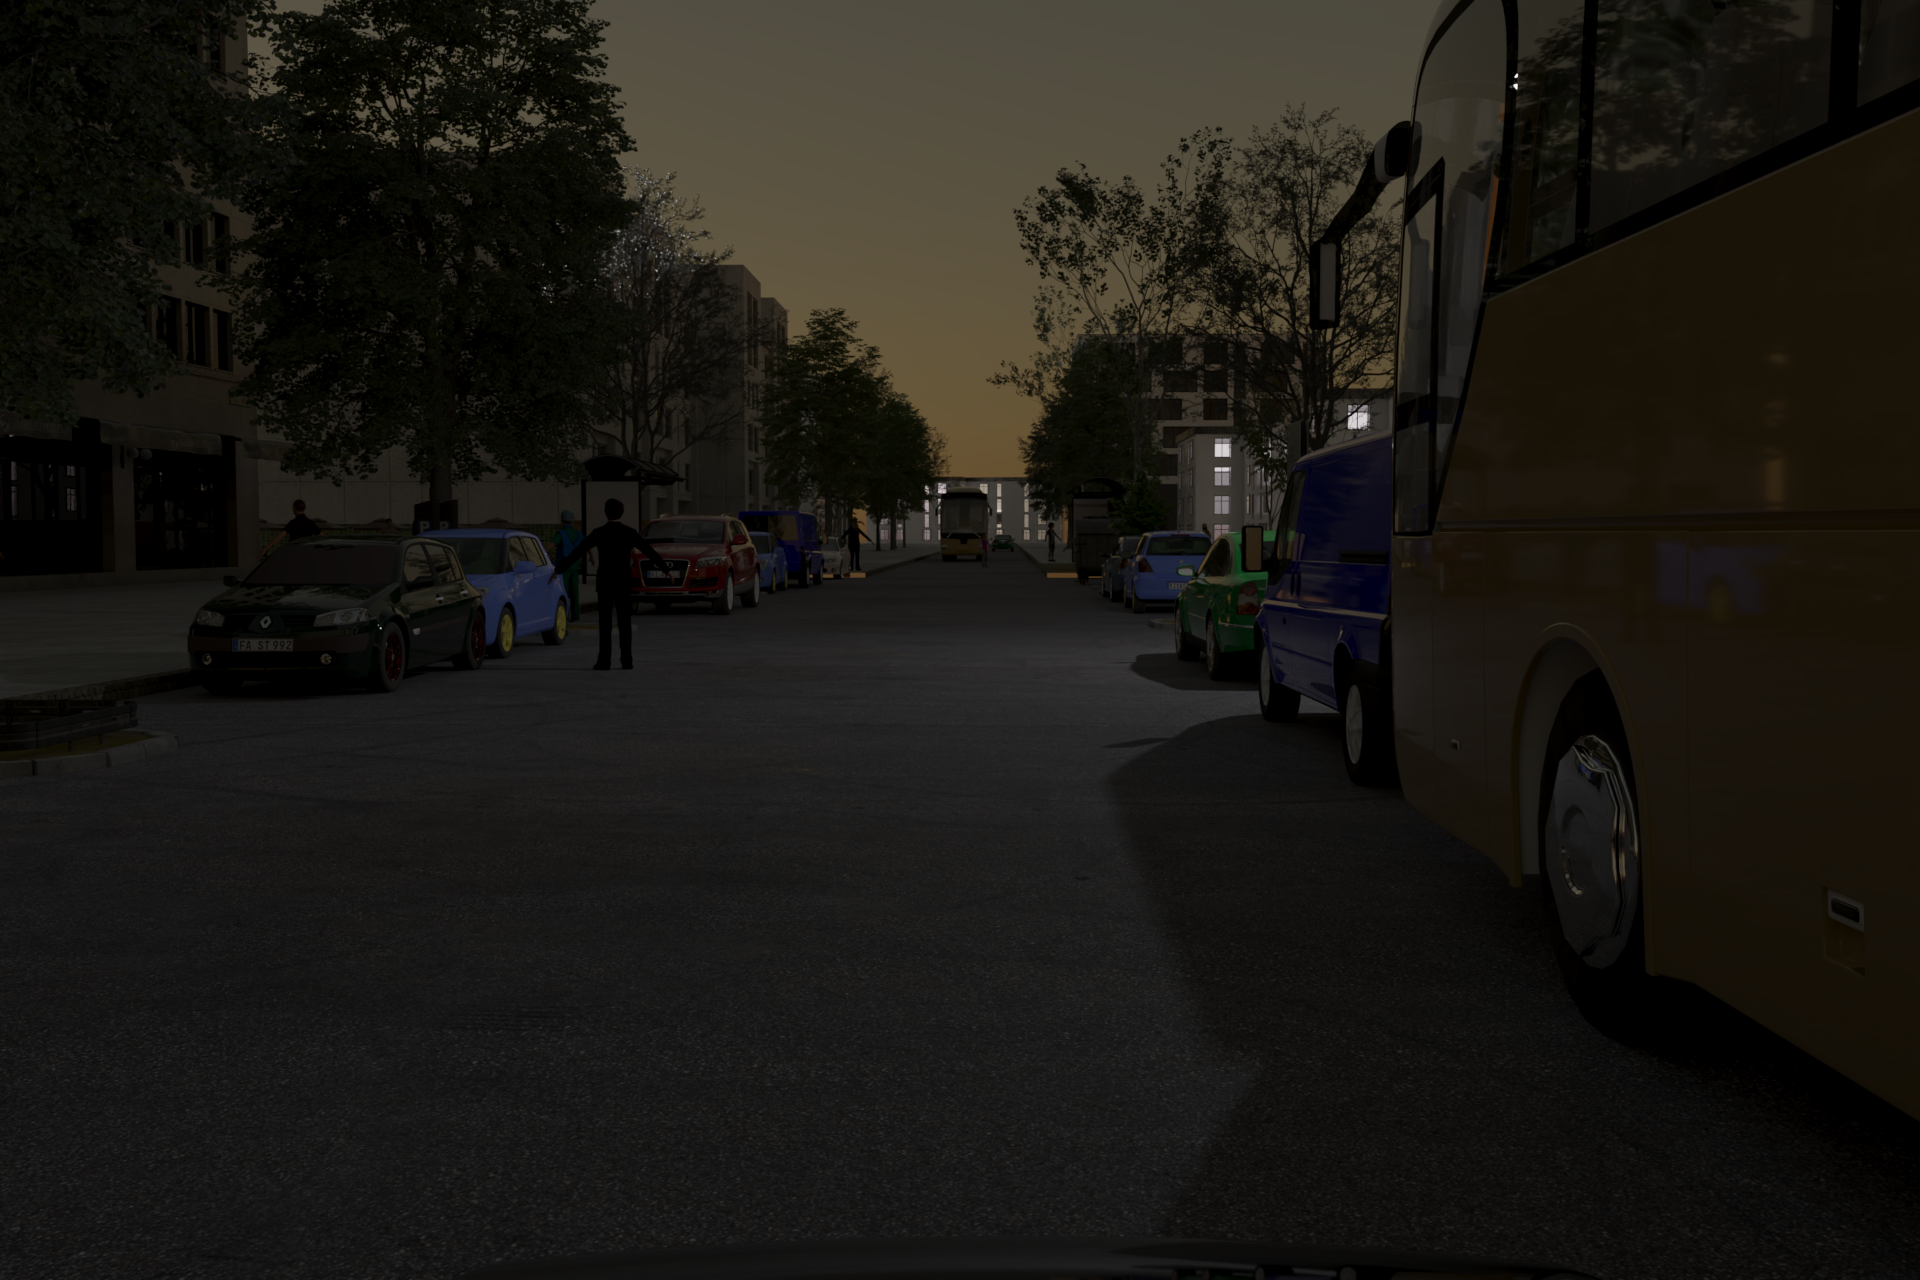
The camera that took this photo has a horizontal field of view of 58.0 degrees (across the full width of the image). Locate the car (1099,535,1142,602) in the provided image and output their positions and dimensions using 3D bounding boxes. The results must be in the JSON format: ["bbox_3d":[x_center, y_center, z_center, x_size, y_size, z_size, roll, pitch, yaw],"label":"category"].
[{"bbox_3d":[4.065,-1.578,37.801,2.014,1.417,4.499,0,4,1],"label":"car"}]

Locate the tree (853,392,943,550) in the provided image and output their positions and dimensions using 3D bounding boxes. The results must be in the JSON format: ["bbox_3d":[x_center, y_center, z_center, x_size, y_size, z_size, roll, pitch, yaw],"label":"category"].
[{"bbox_3d":[-5.150,-13.478,138.500,7.486,12.596,7.792,0,3,0],"label":"tree"}]

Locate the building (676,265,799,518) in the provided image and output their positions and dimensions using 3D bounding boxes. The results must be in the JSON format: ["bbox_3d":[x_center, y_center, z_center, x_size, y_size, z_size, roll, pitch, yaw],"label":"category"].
[{"bbox_3d":[-22.232,-16.107,129.814,16.747,18.905,31.486,0,4,1],"label":"building"}]

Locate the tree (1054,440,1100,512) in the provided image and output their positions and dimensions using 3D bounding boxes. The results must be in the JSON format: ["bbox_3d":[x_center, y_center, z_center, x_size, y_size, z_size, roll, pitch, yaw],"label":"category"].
[{"bbox_3d":[8.808,-10.579,123.336,4.737,8.622,4.395,0,3,0],"label":"tree"}]

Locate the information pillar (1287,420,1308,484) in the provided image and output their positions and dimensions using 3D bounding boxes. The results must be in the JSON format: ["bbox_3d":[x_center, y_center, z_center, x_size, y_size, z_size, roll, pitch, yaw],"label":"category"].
[{"bbox_3d":[7.105,-2.766,36.539,0.184,3.620,1.656,0,4,2],"label":"information pillar"}]

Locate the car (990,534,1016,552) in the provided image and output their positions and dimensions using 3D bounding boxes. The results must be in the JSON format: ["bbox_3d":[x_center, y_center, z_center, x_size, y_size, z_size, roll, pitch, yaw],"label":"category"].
[{"bbox_3d":[3.525,-7.962,141.981,2.131,1.459,4.920,0,4,2],"label":"car"}]

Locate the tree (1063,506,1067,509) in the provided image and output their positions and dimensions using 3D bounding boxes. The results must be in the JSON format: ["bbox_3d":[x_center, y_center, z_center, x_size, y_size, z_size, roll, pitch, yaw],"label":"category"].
[{"bbox_3d":[10.380,-12.810,159.808,4.737,8.622,4.395,0,3,0],"label":"tree"}]

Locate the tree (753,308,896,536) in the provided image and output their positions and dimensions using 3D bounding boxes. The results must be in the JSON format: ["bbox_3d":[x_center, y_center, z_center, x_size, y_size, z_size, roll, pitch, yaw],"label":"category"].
[{"bbox_3d":[-6.864,-10.331,87.047,7.486,12.596,7.792,0,3,0],"label":"tree"}]

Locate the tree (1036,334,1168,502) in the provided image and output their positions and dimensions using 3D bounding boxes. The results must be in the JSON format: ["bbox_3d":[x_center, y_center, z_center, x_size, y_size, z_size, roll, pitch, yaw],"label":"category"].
[{"bbox_3d":[8.025,-11.065,99.042,7.486,12.596,7.792,0,3,0],"label":"tree"}]

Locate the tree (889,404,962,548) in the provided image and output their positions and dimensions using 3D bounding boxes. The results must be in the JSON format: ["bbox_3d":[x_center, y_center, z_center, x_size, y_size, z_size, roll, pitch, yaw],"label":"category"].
[{"bbox_3d":[-5.289,-15.442,162.839,12.009,13.543,11.850,0,3,0],"label":"tree"}]

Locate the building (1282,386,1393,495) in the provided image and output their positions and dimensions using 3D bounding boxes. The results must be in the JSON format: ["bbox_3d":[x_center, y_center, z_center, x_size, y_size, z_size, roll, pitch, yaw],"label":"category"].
[{"bbox_3d":[25.274,-9.644,99.821,9.099,9.664,28.070,0,4,2],"label":"building"}]

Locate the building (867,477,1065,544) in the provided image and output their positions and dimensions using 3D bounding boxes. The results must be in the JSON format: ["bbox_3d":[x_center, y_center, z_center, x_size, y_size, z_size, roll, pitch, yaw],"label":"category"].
[{"bbox_3d":[0.920,-18.839,252.617,28.070,9.664,9.099,1,4,11],"label":"building"}]

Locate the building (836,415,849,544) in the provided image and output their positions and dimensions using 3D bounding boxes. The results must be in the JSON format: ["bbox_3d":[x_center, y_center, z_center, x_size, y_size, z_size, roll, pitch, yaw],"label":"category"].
[{"bbox_3d":[-22.710,-21.005,209.896,16.747,18.905,31.486,0,4,1],"label":"building"}]

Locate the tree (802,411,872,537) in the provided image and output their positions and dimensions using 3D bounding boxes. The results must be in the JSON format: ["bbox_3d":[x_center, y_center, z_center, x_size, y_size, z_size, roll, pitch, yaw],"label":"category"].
[{"bbox_3d":[-6.929,-8.943,96.582,4.737,8.622,4.395,0,3,0],"label":"tree"}]

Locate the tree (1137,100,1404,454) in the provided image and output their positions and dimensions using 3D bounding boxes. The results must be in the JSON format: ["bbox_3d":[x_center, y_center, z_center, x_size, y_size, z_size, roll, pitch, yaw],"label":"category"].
[{"bbox_3d":[10.084,-8.477,48.965,12.009,13.543,11.850,0,3,0],"label":"tree"}]

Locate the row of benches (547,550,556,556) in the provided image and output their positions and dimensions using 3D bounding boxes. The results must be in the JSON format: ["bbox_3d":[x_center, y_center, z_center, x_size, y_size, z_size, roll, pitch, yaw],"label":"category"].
[{"bbox_3d":[-15.911,-3.179,67.443,1.422,0.672,4.104,2,4,27],"label":"row of benches"}]

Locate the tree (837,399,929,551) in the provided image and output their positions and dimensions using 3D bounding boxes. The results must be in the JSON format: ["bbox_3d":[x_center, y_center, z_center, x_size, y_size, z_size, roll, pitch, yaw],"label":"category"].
[{"bbox_3d":[-6.037,-12.440,129.155,9.928,11.665,9.643,0,3,0],"label":"tree"}]

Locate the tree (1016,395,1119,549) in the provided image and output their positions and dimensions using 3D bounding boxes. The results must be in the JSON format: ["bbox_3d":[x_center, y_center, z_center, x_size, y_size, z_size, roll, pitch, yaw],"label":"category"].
[{"bbox_3d":[9.478,-14.883,149.995,9.857,13.997,8.962,0,3,0],"label":"tree"}]

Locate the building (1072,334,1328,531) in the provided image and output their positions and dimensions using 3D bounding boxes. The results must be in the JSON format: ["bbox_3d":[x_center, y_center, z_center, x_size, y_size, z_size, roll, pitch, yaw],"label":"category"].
[{"bbox_3d":[26.253,-21.352,193.082,27.936,21.610,32.646,0,4,1],"label":"building"}]

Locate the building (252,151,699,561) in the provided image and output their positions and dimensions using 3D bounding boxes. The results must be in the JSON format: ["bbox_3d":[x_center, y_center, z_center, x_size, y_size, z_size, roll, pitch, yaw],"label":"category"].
[{"bbox_3d":[-25.580,-14.051,96.185,16.747,18.905,31.486,0,4,1],"label":"building"}]

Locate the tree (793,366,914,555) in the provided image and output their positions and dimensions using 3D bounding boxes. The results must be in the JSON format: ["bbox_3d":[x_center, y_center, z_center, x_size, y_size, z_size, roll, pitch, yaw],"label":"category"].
[{"bbox_3d":[-6.678,-11.021,105.954,9.928,11.665,9.643,0,3,0],"label":"tree"}]

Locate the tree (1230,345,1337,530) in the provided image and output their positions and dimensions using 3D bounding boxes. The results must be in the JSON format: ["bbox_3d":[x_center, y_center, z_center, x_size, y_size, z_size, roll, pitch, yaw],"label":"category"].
[{"bbox_3d":[12.319,-7.166,67.525,4.737,8.622,4.395,0,3,0],"label":"tree"}]

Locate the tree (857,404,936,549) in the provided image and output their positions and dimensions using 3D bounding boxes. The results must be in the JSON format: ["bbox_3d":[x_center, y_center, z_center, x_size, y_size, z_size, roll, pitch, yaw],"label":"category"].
[{"bbox_3d":[-5.711,-14.196,150.238,7.486,12.596,7.792,0,3,0],"label":"tree"}]

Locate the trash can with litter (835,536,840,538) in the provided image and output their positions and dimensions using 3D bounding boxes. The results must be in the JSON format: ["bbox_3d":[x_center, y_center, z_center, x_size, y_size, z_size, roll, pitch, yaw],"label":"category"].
[{"bbox_3d":[-4.610,-3.411,66.820,1.678,1.210,2.233,0,4,2],"label":"trash can with litter"}]

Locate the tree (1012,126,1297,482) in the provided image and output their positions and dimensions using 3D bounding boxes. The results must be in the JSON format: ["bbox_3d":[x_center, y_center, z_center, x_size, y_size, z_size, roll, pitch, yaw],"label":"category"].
[{"bbox_3d":[9.625,-13.687,79.678,12.611,20.169,13.585,0,3,0],"label":"tree"}]

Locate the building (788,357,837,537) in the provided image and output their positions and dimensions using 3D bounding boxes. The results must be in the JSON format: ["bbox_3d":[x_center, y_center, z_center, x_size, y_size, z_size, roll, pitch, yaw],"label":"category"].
[{"bbox_3d":[-23.076,-21.323,179.551,19.493,23.208,18.063,0,4,2],"label":"building"}]

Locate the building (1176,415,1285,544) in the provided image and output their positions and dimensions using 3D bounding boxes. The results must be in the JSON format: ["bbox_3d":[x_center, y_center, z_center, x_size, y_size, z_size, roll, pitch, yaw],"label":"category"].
[{"bbox_3d":[22.778,-11.791,134.923,9.099,9.664,28.070,0,4,1],"label":"building"}]

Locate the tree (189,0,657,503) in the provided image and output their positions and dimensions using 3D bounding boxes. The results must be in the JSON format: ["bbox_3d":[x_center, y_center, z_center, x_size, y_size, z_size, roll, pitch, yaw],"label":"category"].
[{"bbox_3d":[-10.863,-7.919,36.132,9.857,13.997,8.962,0,3,0],"label":"tree"}]

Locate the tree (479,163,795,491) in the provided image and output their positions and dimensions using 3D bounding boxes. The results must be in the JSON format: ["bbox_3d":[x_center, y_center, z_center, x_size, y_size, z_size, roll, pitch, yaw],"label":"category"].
[{"bbox_3d":[-10.639,-8.956,56.804,12.009,13.543,11.850,0,3,0],"label":"tree"}]

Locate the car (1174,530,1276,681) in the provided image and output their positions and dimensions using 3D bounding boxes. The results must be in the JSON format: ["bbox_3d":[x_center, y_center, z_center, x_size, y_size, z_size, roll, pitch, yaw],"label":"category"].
[{"bbox_3d":[3.339,-0.581,18.297,1.959,1.807,4.718,0,4,0],"label":"car"}]

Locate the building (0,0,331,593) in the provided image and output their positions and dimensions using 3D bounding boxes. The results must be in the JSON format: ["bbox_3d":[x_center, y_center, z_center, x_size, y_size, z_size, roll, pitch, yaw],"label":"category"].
[{"bbox_3d":[-30.413,-14.187,34.118,24.374,26.755,37.873,0,4,2],"label":"building"}]

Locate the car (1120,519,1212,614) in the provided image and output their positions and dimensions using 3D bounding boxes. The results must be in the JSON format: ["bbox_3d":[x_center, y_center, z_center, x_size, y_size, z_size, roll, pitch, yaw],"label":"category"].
[{"bbox_3d":[3.982,-1.397,32.433,1.945,1.707,3.694,0,4,2],"label":"car"}]

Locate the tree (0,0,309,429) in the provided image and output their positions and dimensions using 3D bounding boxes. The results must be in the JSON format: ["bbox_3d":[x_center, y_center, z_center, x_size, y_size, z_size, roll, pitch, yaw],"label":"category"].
[{"bbox_3d":[-12.058,-6.876,19.086,9.857,13.997,8.962,0,3,0],"label":"tree"}]

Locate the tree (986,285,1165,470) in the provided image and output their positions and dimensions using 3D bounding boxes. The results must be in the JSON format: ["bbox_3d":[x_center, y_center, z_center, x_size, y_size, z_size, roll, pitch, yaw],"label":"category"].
[{"bbox_3d":[8.576,-16.960,133.177,12.611,20.169,13.585,0,3,0],"label":"tree"}]

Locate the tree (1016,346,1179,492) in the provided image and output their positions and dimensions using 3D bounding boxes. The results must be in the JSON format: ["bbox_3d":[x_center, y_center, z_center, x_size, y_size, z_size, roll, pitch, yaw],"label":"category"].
[{"bbox_3d":[8.740,-12.335,112.041,12.009,13.543,11.850,0,3,0],"label":"tree"}]
